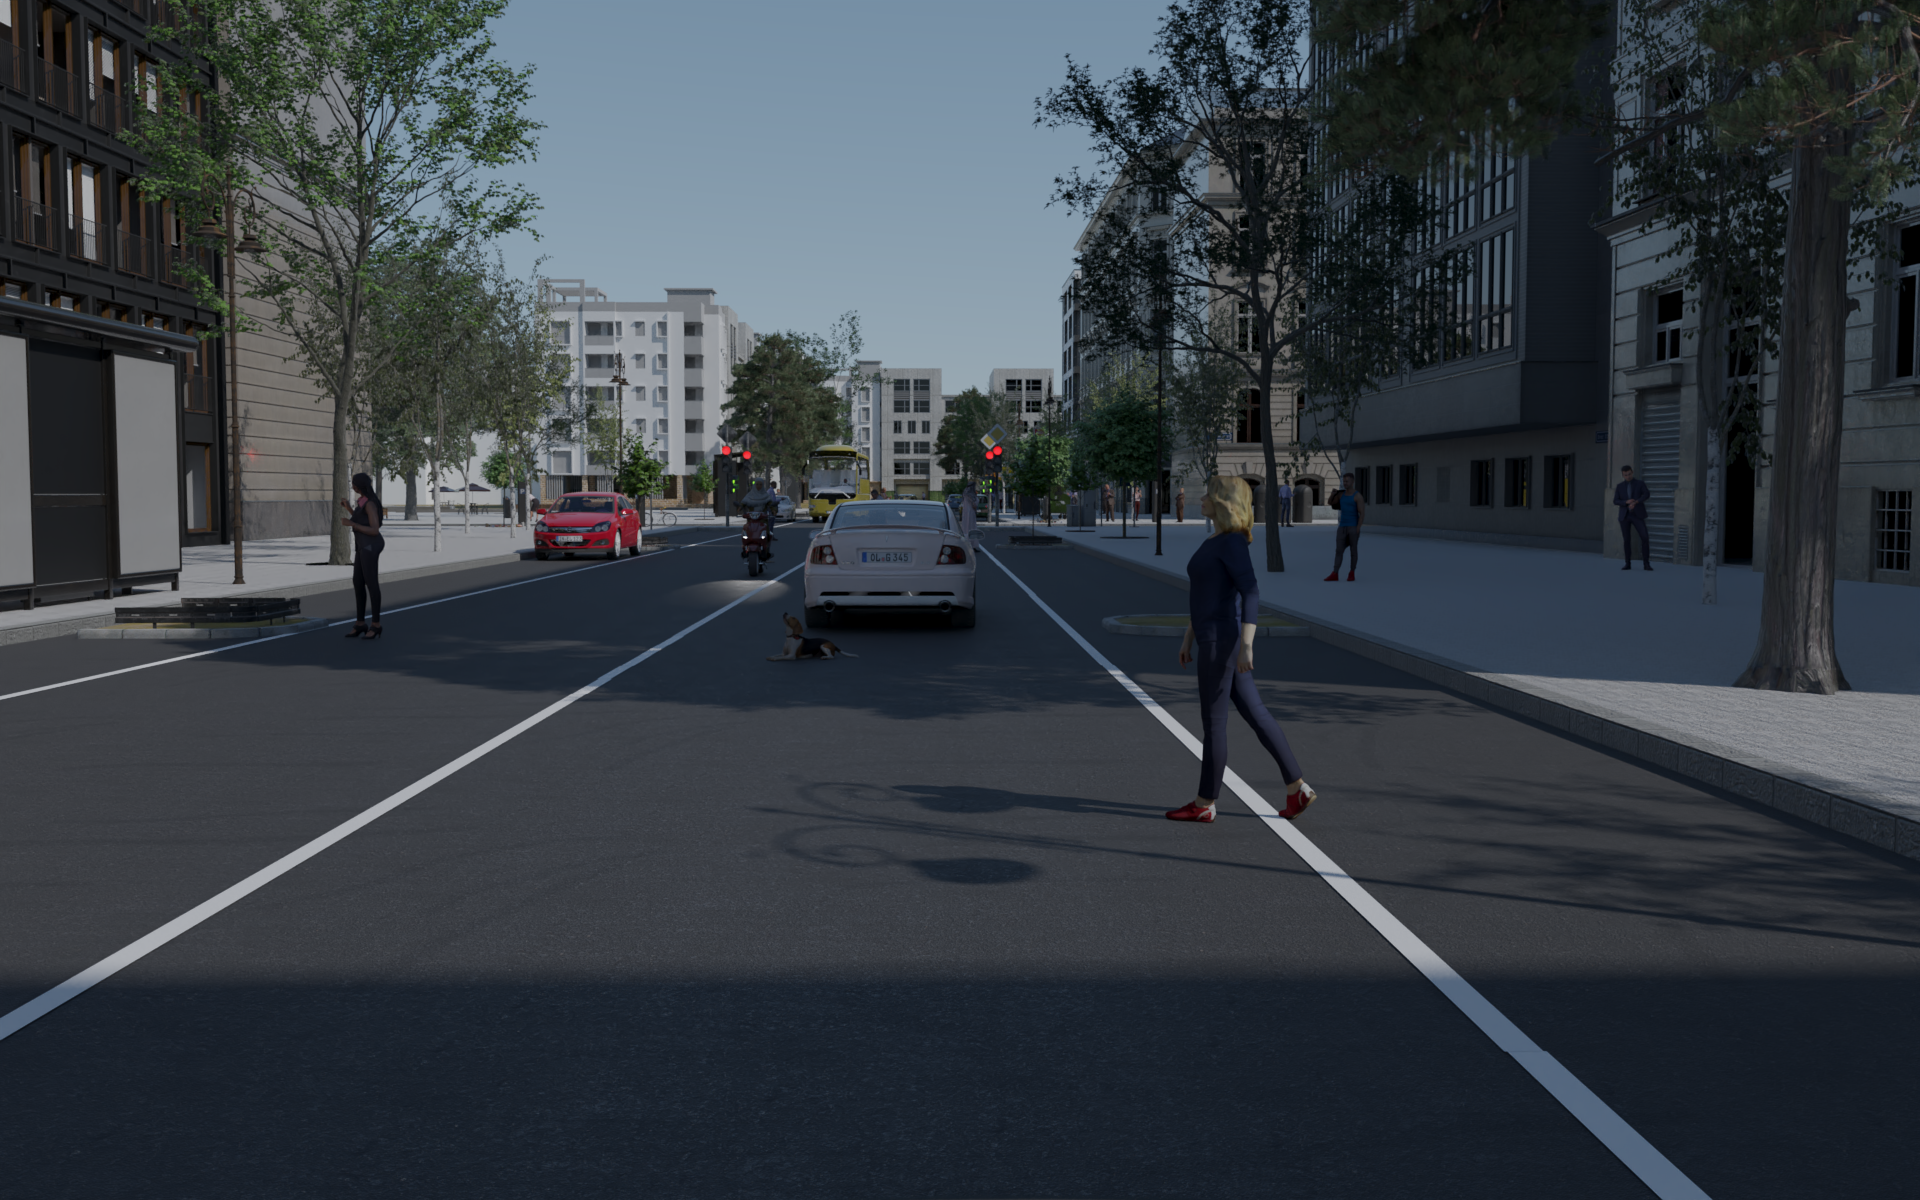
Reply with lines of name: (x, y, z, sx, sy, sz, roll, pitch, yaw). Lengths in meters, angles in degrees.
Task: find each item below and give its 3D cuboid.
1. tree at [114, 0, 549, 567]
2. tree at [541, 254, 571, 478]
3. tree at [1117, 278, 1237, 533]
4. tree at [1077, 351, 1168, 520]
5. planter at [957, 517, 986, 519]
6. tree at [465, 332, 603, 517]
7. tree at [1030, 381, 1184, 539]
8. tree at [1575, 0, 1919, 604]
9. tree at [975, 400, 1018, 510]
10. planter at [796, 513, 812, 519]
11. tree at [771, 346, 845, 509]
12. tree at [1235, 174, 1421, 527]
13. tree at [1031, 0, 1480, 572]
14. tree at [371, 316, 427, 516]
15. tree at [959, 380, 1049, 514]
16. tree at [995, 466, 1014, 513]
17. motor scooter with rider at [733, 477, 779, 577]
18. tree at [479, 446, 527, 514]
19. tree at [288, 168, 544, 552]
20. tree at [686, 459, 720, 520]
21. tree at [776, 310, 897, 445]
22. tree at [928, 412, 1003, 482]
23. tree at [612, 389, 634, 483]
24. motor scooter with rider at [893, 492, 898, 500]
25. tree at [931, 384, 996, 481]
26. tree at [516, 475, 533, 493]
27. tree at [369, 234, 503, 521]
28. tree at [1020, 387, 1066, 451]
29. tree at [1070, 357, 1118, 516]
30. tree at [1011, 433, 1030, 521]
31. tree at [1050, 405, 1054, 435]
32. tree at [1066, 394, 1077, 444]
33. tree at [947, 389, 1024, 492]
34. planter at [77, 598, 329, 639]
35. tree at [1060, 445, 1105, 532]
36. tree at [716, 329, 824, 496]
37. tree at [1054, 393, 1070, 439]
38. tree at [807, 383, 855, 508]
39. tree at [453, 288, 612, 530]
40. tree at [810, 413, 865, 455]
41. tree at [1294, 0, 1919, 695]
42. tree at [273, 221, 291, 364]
tree: (-11.010, -6.428, 30.862, 9.928, 11.665, 9.643, 0, 3, 0)
tree: (-13.118, -6.097, 50.043, 4.360, 8.622, 3.978, 0, 3, 0)
tree: (8.073, -6.550, 57.456, 4.360, 8.622, 3.978, 0, 3, 0)
tree: (8.377, -8.297, 86.019, 4.737, 8.622, 4.395, 0, 3, 0)
planter: (0.801, -4.883, 100.970, 1.991, 0.319, 1.994, 0, 4, -1)
tree: (-24.039, -9.957, 97.202, 8.767, 10.594, 7.601, 0, 3, 0)
tree: (4.865, -4.068, 50.228, 4.285, 4.588, 4.351, 0, 3, 0)
tree: (8.959, -4.250, 19.842, 4.360, 8.622, 3.978, 0, 3, 0)
tree: (3.243, -11.323, 135.499, 4.737, 8.622, 4.395, 0, 3, 0)
planter: (-9.516, -4.885, 101.016, 1.991, 0.319, 1.994, 0, 4, -1)
tree: (-13.768, -14.799, 149.384, 7.806, 13.903, 7.818, 0, 3, 0)
tree: (8.696, -5.458, 39.603, 4.360, 8.622, 3.978, 0, 3, 0)
tree: (4.894, -5.749, 28.411, 7.601, 10.594, 8.767, 1, 4, 19)
tree: (-33.327, -10.826, 99.058, 6.751, 12.117, 7.091, 0, 3, 0)
tree: (2.653, -9.847, 111.368, 4.360, 8.622, 3.978, 0, 3, 0)
tree: (3.046, -7.471, 116.752, 1.663, 3.219, 1.824, 0, 3, 0)
motor scooter with rider: (-3.655, -1.340, 30.877, 0.876, 1.779, 1.986, 0, 4, -3)
tree: (-29.555, -7.888, 112.680, 4.285, 4.588, 4.351, 0, 3, 0)
tree: (-11.919, -5.388, 38.449, 4.360, 8.622, 3.978, 0, 3, 0)
tree: (-12.650, -5.610, 86.329, 1.663, 3.219, 1.824, 0, 3, 0)
tree: (-13.172, -19.664, 177.387, 12.611, 20.169, 13.585, 0, 3, 0)
tree: (0.912, -18.843, 218.445, 12.009, 13.543, 11.850, 0, 3, 0)
tree: (-23.238, -10.018, 114.157, 4.737, 8.622, 4.395, 0, 3, 0)
motor scooter with rider: (-7.540, -11.907, 203.647, 0.876, 1.779, 1.986, 0, 4, 0)
tree: (0.663, -17.871, 199.619, 7.806, 13.903, 7.818, 0, 3, 0)
tree: (-37.164, -9.339, 147.289, 1.663, 3.219, 1.824, 0, 3, 0)
tree: (-26.620, -10.800, 83.239, 9.857, 13.997, 8.962, 0, 3, 0)
tree: (6.537, -10.300, 118.767, 4.737, 8.622, 4.395, 0, 3, 0)
tree: (8.434, -8.602, 91.011, 4.360, 8.622, 3.978, 0, 3, 0)
tree: (3.950, -6.016, 82.069, 4.285, 4.588, 4.351, 0, 3, 0)
tree: (7.484, -10.801, 126.955, 4.360, 8.622, 3.978, 0, 3, 0)
tree: (8.781, -8.985, 97.270, 4.737, 8.622, 4.395, 0, 3, 0)
tree: (2.533, -14.953, 170.230, 9.928, 11.665, 9.643, 0, 3, 0)
planter: (-7.791, 0.182, 18.168, 1.991, 0.319, 1.994, 0, 4, -1)
tree: (3.984, -3.913, 58.578, 1.663, 3.219, 1.824, 0, 3, 0)
tree: (-12.665, -11.745, 114.087, 6.751, 12.117, 7.091, 0, 3, 0)
tree: (8.427, -9.316, 102.675, 4.360, 8.622, 3.978, 0, 3, 0)
tree: (-13.674, -14.414, 161.421, 9.928, 11.665, 9.643, 0, 3, 0)
tree: (-15.572, -6.782, 61.245, 4.737, 8.622, 4.395, 0, 3, 0)
tree: (-13.906, -15.648, 190.249, 8.767, 10.594, 7.601, 1, 4, 20)
tree: (5.840, -6.338, 11.047, 7.806, 13.903, 7.818, 0, 3, 0)
tree: (-15.377, -5.721, 43.896, 4.360, 8.622, 3.978, 0, 3, 0)
